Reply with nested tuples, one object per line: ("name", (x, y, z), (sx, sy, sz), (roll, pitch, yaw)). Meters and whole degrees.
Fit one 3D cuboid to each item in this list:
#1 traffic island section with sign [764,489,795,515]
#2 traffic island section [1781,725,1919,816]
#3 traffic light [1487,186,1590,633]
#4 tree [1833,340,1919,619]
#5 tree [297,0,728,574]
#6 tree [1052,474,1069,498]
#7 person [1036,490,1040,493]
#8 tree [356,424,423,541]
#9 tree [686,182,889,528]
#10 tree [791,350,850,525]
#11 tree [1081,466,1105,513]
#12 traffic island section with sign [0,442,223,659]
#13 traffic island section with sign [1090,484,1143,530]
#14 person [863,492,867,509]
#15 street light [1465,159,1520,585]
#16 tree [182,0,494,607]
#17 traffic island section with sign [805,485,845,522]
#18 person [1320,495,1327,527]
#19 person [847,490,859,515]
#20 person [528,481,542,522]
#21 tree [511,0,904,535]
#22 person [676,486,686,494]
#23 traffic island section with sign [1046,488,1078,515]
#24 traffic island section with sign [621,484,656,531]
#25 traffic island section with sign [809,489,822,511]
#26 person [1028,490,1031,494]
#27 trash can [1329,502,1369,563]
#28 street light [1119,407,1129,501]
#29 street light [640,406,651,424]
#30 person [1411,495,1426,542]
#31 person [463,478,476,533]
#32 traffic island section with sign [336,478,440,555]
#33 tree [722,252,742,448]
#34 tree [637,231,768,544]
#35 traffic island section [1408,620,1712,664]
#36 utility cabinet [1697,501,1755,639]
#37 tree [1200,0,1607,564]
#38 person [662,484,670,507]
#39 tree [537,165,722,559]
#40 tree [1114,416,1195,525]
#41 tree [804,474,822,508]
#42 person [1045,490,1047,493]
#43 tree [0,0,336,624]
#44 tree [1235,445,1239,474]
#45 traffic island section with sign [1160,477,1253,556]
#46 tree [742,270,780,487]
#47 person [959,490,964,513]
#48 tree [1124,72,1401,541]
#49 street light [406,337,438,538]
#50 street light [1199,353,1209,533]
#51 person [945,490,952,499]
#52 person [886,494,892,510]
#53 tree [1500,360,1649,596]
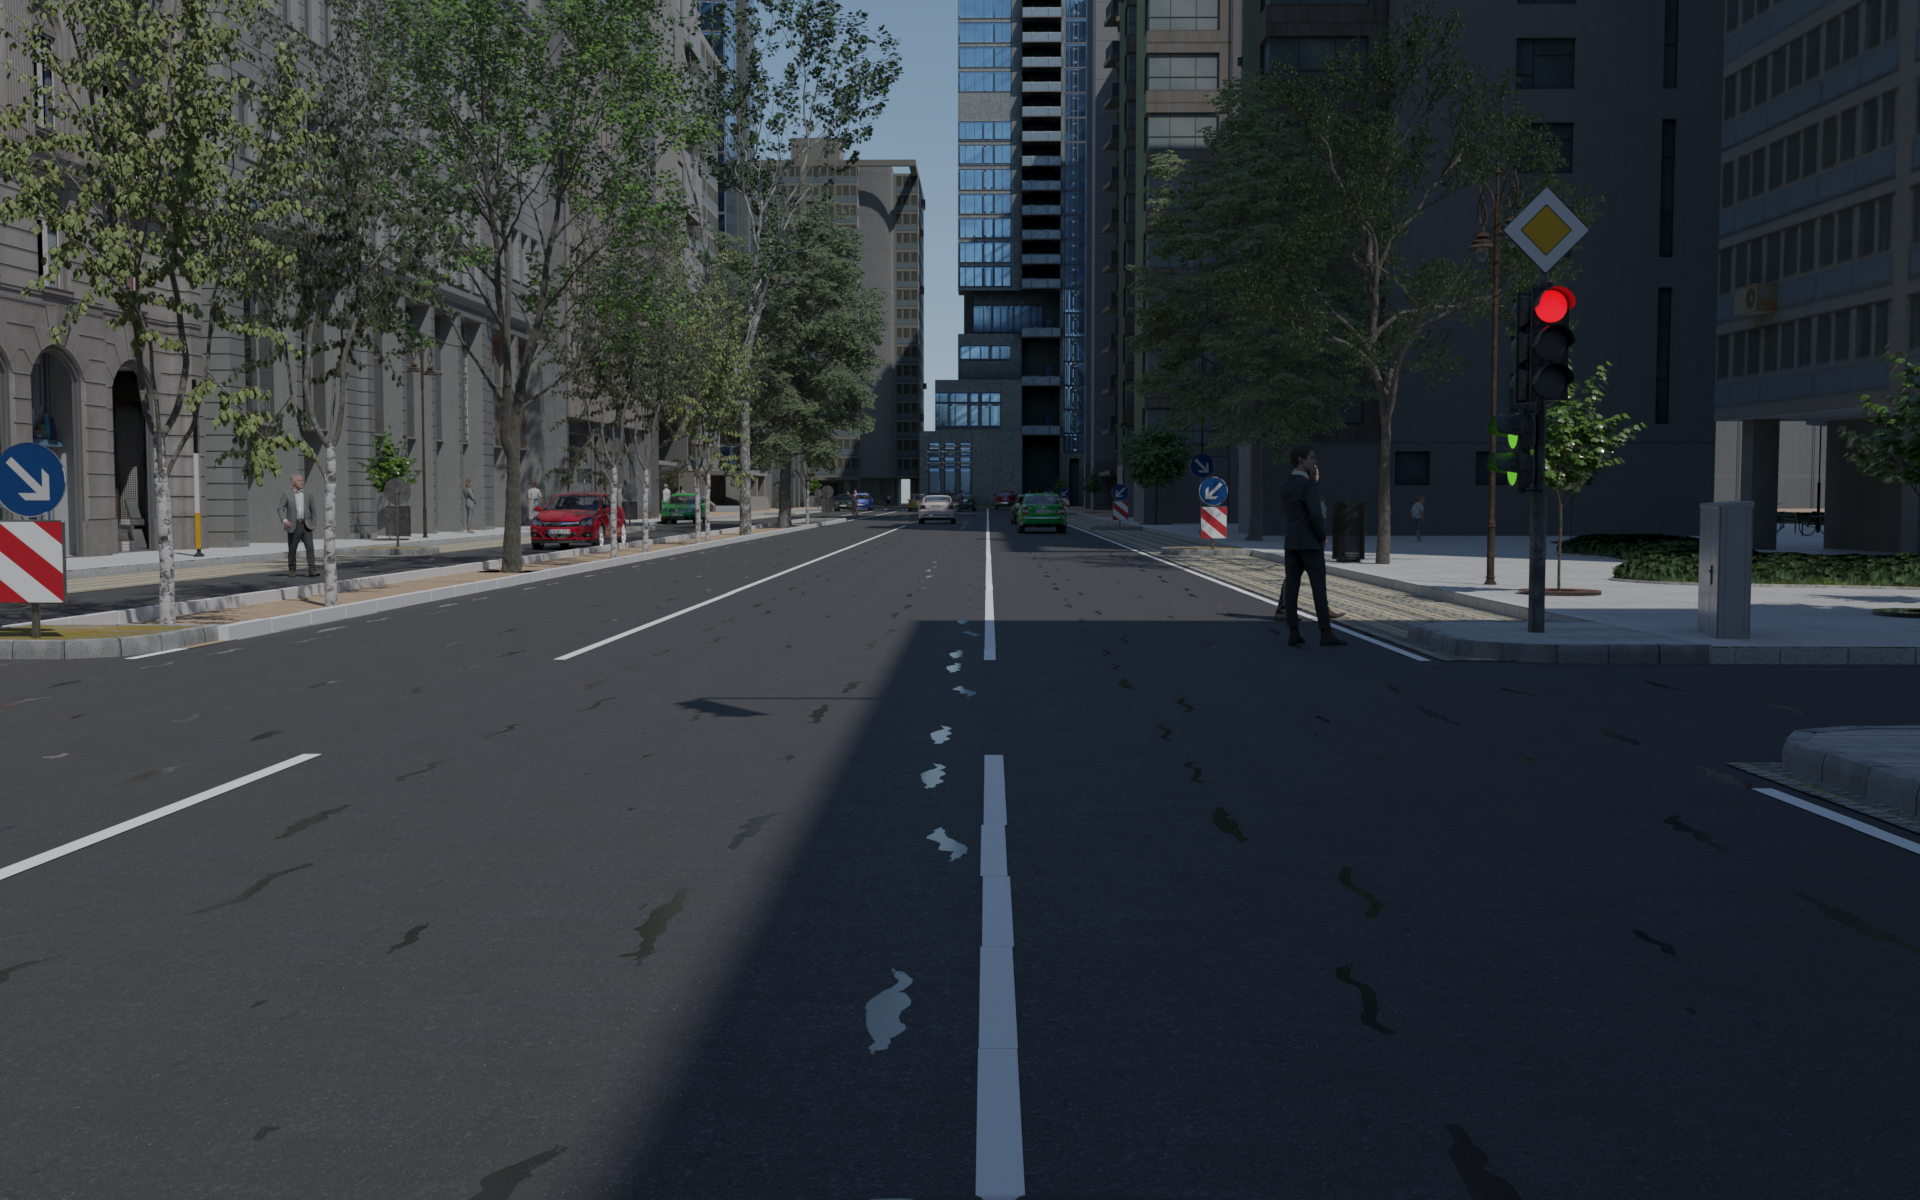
("traffic island section with sign", (-12.325, -6.732, 118.691), (1.989, 1.847, 2.006), (0, 4, 1))
("traffic island section", (5.248, 0.867, 8.108), (2.009, 0.180, 2.903), (0, 4, 1))
("traffic light", (5.334, -1.655, 15.979), (0.839, 4.253, 0.868), (0, 4, 1))
("tree", (10.323, -1.443, 18.196), (1.663, 3.219, 1.824), (0, 3, 0))
("tree", (-8.024, -6.284, 30.955), (9.928, 11.665, 9.643), (0, 3, 0))
("tree", (9.654, -10.537, 166.881), (1.663, 3.219, 1.824), (0, 3, 0))
("person", (5.185, -6.630, 117.718), (0.721, 1.723, 1.217), (0, 4, 2))
("tree", (-15.754, -3.256, 47.837), (1.663, 3.219, 1.824), (0, 3, 0))
("tree", (-7.326, -9.947, 71.742), (9.857, 13.997, 8.962), (0, 3, 0))
("tree", (-6.983, -7.723, 79.095), (4.360, 8.622, 3.978), (0, 3, 0))
("tree", (9.284, -7.634, 119.413), (1.663, 3.219, 1.824), (0, 3, 0))
("traffic island section with sign", (-8.219, -0.479, 15.967), (2.006, 1.907, 1.989), (0, 4, 1))
("traffic island section with sign", (6.217, -3.691, 68.981), (1.989, 1.847, 2.006), (0, 4, 1))
("person", (-8.997, -9.403, 163.705), (0.593, 1.643, 0.415), (0, 4, -4))
("street light", (7.507, -3.153, 24.342), (0.468, 5.910, 1.993), (0, 4, 1))
("tree", (-7.970, -4.225, 21.900), (4.360, 8.622, 3.978), (0, 3, 0))
("traffic island section with sign", (-7.041, -5.074, 91.097), (2.006, 1.907, 1.989), (0, 4, 1))
("person", (9.619, -2.172, 46.242), (0.332, 1.250, 0.352), (1, 4, 17))
("person", (-7.151, -6.513, 115.796), (0.742, 1.727, 0.445), (-1, 4, -18))
("person", (-15.292, -3.407, 62.324), (0.480, 1.755, 0.524), (-1, 4, -16))
("tree", (-8.635, -12.349, 60.260), (12.611, 20.169, 13.585), (0, 3, 0))
("person", (-15.555, -5.492, 96.630), (1.217, 1.735, 0.721), (-1, 4, -8))
("traffic island section with sign", (6.989, -6.684, 117.919), (1.989, 1.847, 2.006), (0, 4, 1))
("traffic island section with sign", (-13.115, -3.662, 68.497), (1.989, 1.847, 2.006), (0, 4, 1))
("traffic island section with sign", (-11.892, -8.380, 145.643), (1.989, 1.847, 2.006), (0, 4, 1))
("person", (6.714, -9.650, 166.364), (1.348, 1.812, 0.705), (0, 4, -6))
("trash can", (7.303, -1.277, 32.534), (0.748, 1.137, 0.748), (0, 3, 0))
("street light", (8.558, -7.205, 90.586), (0.468, 5.910, 1.993), (0, 4, 1))
("street light", (-15.175, -6.778, 83.608), (0.468, 5.910, 1.993), (0, 4, 1))
("person", (12.254, -2.178, 46.337), (0.352, 1.250, 0.332), (0, 4, -2))
("person", (-15.997, -3.084, 56.734), (0.520, 1.790, 0.573), (2, 4, 30))
("traffic island section with sign", (-13.548, -1.996, 41.267), (1.989, 1.847, 2.006), (0, 4, 1))
("tree", (-7.771, -5.499, 42.727), (4.360, 8.622, 3.978), (0, 3, 0))
("tree", (-7.198, -5.782, 47.358), (4.737, 8.622, 4.395), (0, 3, 0))
("traffic island section", (5.374, 0.379, 16.092), (2.009, 0.180, 2.903), (0, 4, 1))
("utility cabinet", (6.959, -0.283, 15.785), (0.306, 1.237, 1.020), (1, 4, 14))
("tree", (8.059, -5.947, 31.642), (7.601, 10.594, 8.767), (-2, 4, -34))
("person", (-14.975, -5.029, 88.490), (0.478, 1.798, 0.641), (-2, 4, -33))
("tree", (-7.664, -5.226, 38.273), (4.360, 8.622, 3.978), (0, 3, 0))
("tree", (8.172, -5.448, 72.784), (4.285, 4.588, 4.351), (0, 3, 0))
("tree", (-13.926, -10.480, 165.948), (1.663, 3.219, 1.824), (0, 3, 0))
("person", (8.245, -9.580, 164.994), (0.709, 1.838, 0.599), (1, 4, 13))
("tree", (-8.085, -3.941, 17.262), (4.737, 8.622, 4.395), (0, 3, 0))
("tree", (13.006, -5.342, 71.051), (4.285, 4.588, 4.351), (0, 3, 0))
("traffic island section with sign", (5.770, -1.971, 40.849), (1.989, 1.847, 2.006), (0, 4, 1))
("tree", (-7.592, -6.066, 52.004), (4.360, 8.622, 3.978), (0, 3, 0))
("person", (0.093, -7.513, 132.256), (0.530, 1.710, 0.541), (2, 4, 23))
("tree", (8.194, -7.922, 47.646), (7.486, 12.596, 7.792), (0, 3, 0))
("street light", (-15.709, -4.765, 50.694), (0.468, 5.910, 1.993), (0, 4, 1))
("street light", (7.962, -5.148, 56.961), (0.468, 5.910, 1.993), (0, 4, 1))
("person", (-1.248, -10.008, 172.222), (1.348, 1.812, 0.705), (3, 5, 42))
("person", (-6.481, -8.979, 158.491), (0.799, 1.438, 0.628), (2, 4, 34))
("tree", (7.636, -1.692, 22.259), (1.663, 3.219, 1.824), (0, 3, 0))
